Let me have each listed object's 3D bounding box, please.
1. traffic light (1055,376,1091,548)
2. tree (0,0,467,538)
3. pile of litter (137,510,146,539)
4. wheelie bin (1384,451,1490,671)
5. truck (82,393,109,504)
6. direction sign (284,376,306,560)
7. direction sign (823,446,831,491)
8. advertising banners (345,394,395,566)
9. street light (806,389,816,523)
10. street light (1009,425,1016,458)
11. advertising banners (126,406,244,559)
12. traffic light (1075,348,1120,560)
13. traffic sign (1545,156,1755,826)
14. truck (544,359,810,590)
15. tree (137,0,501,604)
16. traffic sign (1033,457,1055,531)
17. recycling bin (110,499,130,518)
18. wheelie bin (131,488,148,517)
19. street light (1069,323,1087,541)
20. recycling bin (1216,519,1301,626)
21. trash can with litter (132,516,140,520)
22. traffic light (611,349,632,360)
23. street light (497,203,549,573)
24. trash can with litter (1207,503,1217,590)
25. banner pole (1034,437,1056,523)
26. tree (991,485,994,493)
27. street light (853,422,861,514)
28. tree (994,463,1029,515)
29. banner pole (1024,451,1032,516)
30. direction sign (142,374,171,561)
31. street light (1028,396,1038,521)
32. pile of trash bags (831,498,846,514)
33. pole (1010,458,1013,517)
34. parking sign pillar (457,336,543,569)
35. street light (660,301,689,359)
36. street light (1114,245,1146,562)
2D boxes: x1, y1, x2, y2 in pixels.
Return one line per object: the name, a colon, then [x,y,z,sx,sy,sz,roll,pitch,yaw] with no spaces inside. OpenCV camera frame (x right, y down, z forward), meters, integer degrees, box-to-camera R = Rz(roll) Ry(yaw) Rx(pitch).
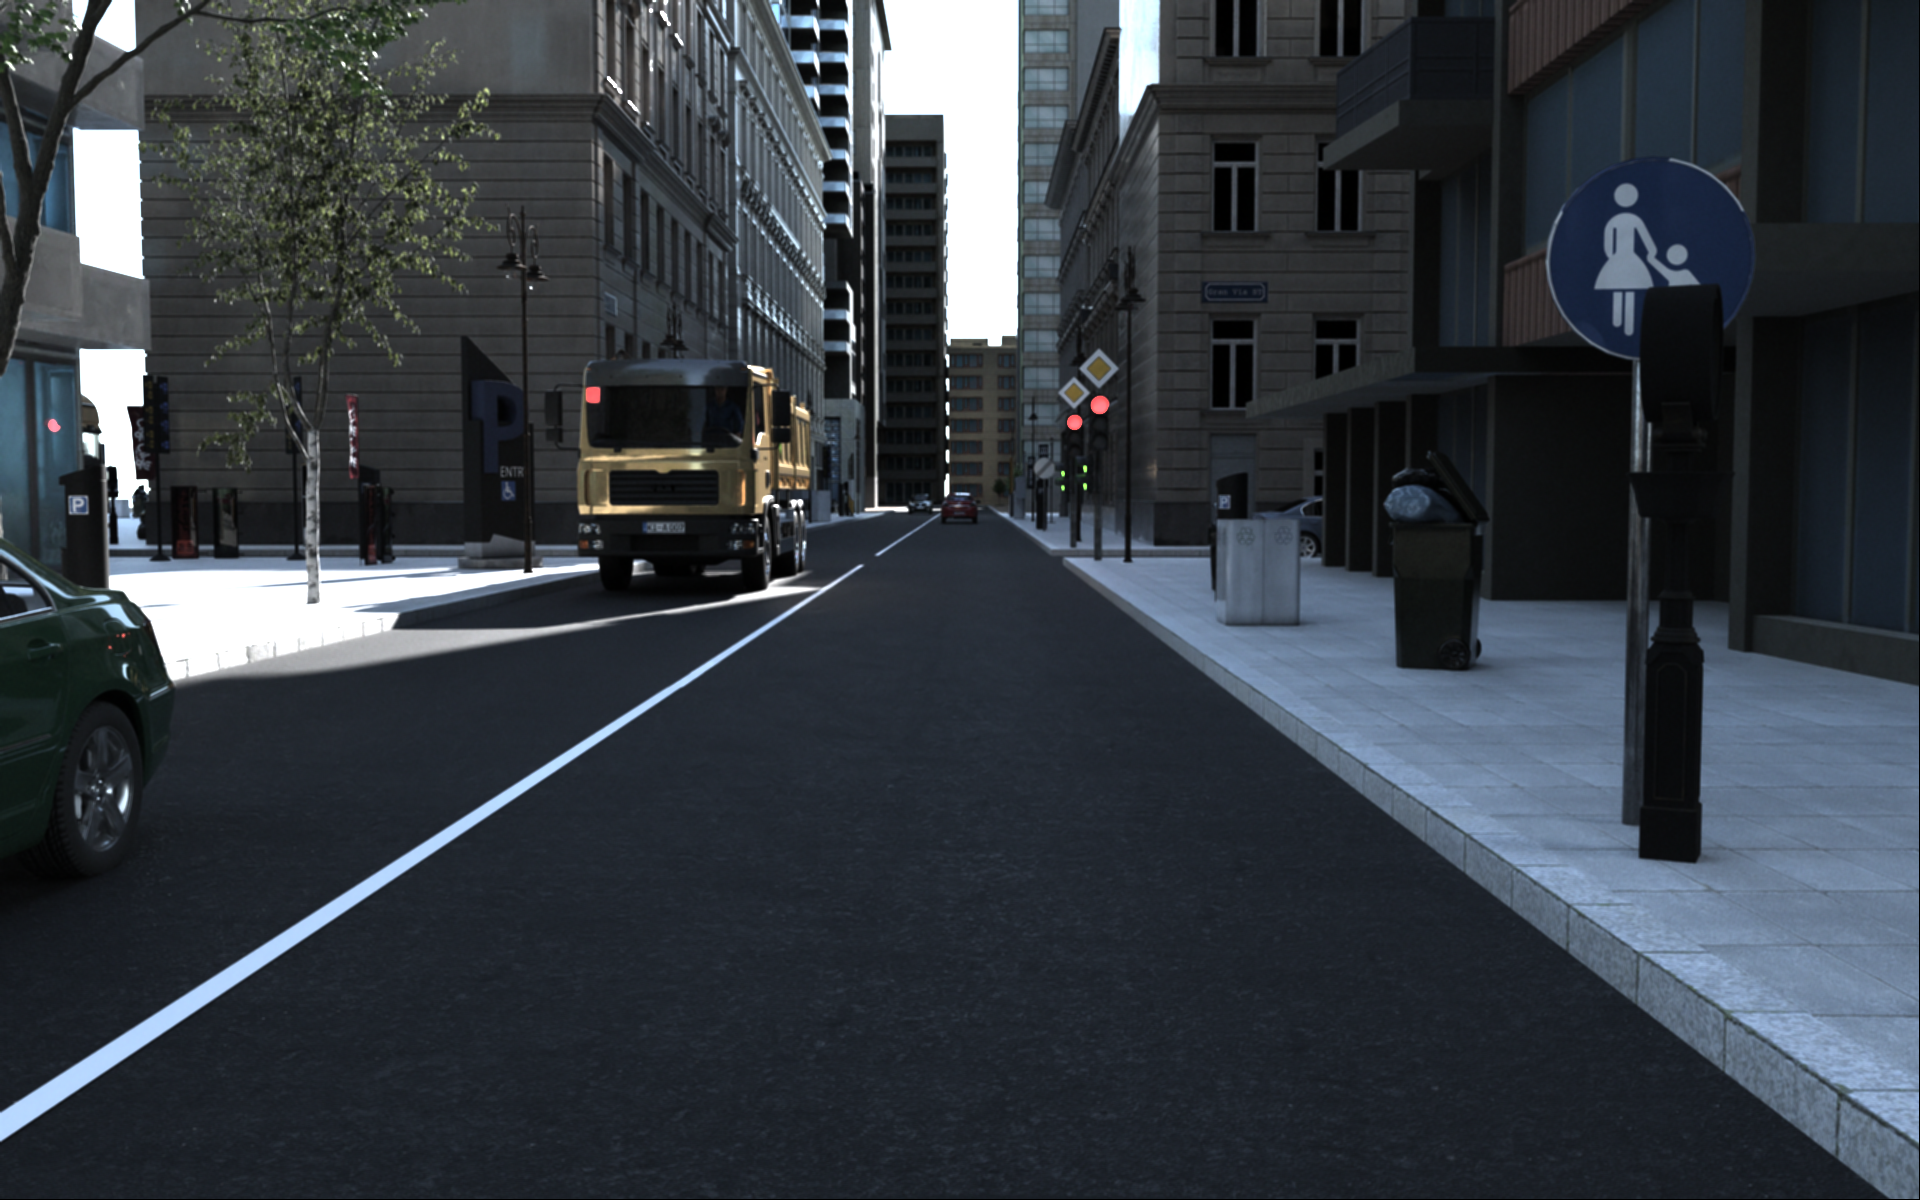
traffic light: [2.701,-3.211,41.418,0.839,4.253,0.868,0,4,0]
tree: [-7.702,-5.376,13.651,9.928,11.665,9.643,0,3,0]
pile of litter: [-23.028,-2.186,49.707,1.176,0.858,1.719,0,4,-3]
wheelie bin: [3.528,-0.302,12.849,0.693,1.594,0.980,2,4,24]
truck: [-24.211,-3.010,38.123,11.283,4.237,2.839,0,3,0]
direction sign: [-12.938,-2.550,33.686,0.379,3.537,0.876,-3,5,-40]
direction sign: [-6.350,-5.537,82.525,0.379,3.537,0.876,1,4,20]
advertising banners: [-10.665,-2.148,31.311,0.090,3.025,2.074,0,4,3]
street light: [-6.631,-6.339,76.426,0.468,5.910,1.993,0,4,0]
street light: [3.534,-8.772,116.203,0.468,5.910,1.993,0,4,0]
advertising banners: [-15.329,-2.329,34.266,2.074,3.025,0.090,-1,4,-16]
traffic light: [2.653,-2.722,33.433,0.839,4.253,0.868,0,4,0]
traffic sign: [2.618,-0.401,6.659,0.768,2.556,0.104,0,4,5]
truck: [-4.113,-1.966,28.075,3.469,3.379,9.791,0,3,0]
tree: [-7.557,-4.276,20.268,4.360,8.622,3.978,0,3,0]
traffic sign: [2.920,-3.657,59.900,0.768,2.556,0.104,0,4,4]
recycling bin: [-45.026,-4.910,92.825,0.722,1.027,0.722,0,4,7]
wheelie bin: [-44.941,-5.324,94.956,0.693,1.594,0.980,0,4,7]
street light: [3.216,-4.531,46.862,0.468,5.910,1.993,0,4,0]
recycling bin: [2.953,-0.283,17.187,0.722,1.027,0.722,0,4,0]
trash can with litter: [-43.041,-4.938,91.786,2.233,1.210,1.678,-3,5,-45]
traffic light: [-6.509,-2.725,33.472,0.839,4.253,0.868,0,4,0]
street light: [-6.999,-3.371,27.901,0.468,5.910,1.993,0,4,0]
trash can with litter: [3.808,-0.706,22.935,1.055,1.170,0.624,1,4,21]
banner pole: [3.839,-5.292,76.537,0.863,3.779,0.401,2,4,28]
tree: [4.601,-12.203,194.119,1.663,3.219,1.824,0,3,0]
street light: [-6.571,-8.470,111.280,0.468,5.910,1.993,0,4,0]
tree: [3.544,-7.312,114.145,1.663,3.219,1.824,0,3,0]
banner pole: [4.020,-6.812,101.387,0.863,3.779,0.401,1,4,19]
direction sign: [-15.385,-2.521,33.210,0.379,3.537,0.876,0,4,4]
street light: [3.442,-6.651,81.532,0.468,5.910,1.993,0,4,0]
pile of trash bags: [-9.021,-6.434,114.950,3.447,1.369,1.912,3,5,41]
pole: [2.889,-6.294,96.744,0.158,3.312,0.155,0,3,0]
parking sign pillar: [-8.010,-2.545,30.091,1.447,3.967,1.447,2,4,30]
street light: [-6.851,-4.215,41.703,0.468,5.910,1.993,0,4,0]
street light: [3.163,-3.649,32.446,0.468,5.910,1.993,0,4,0]
